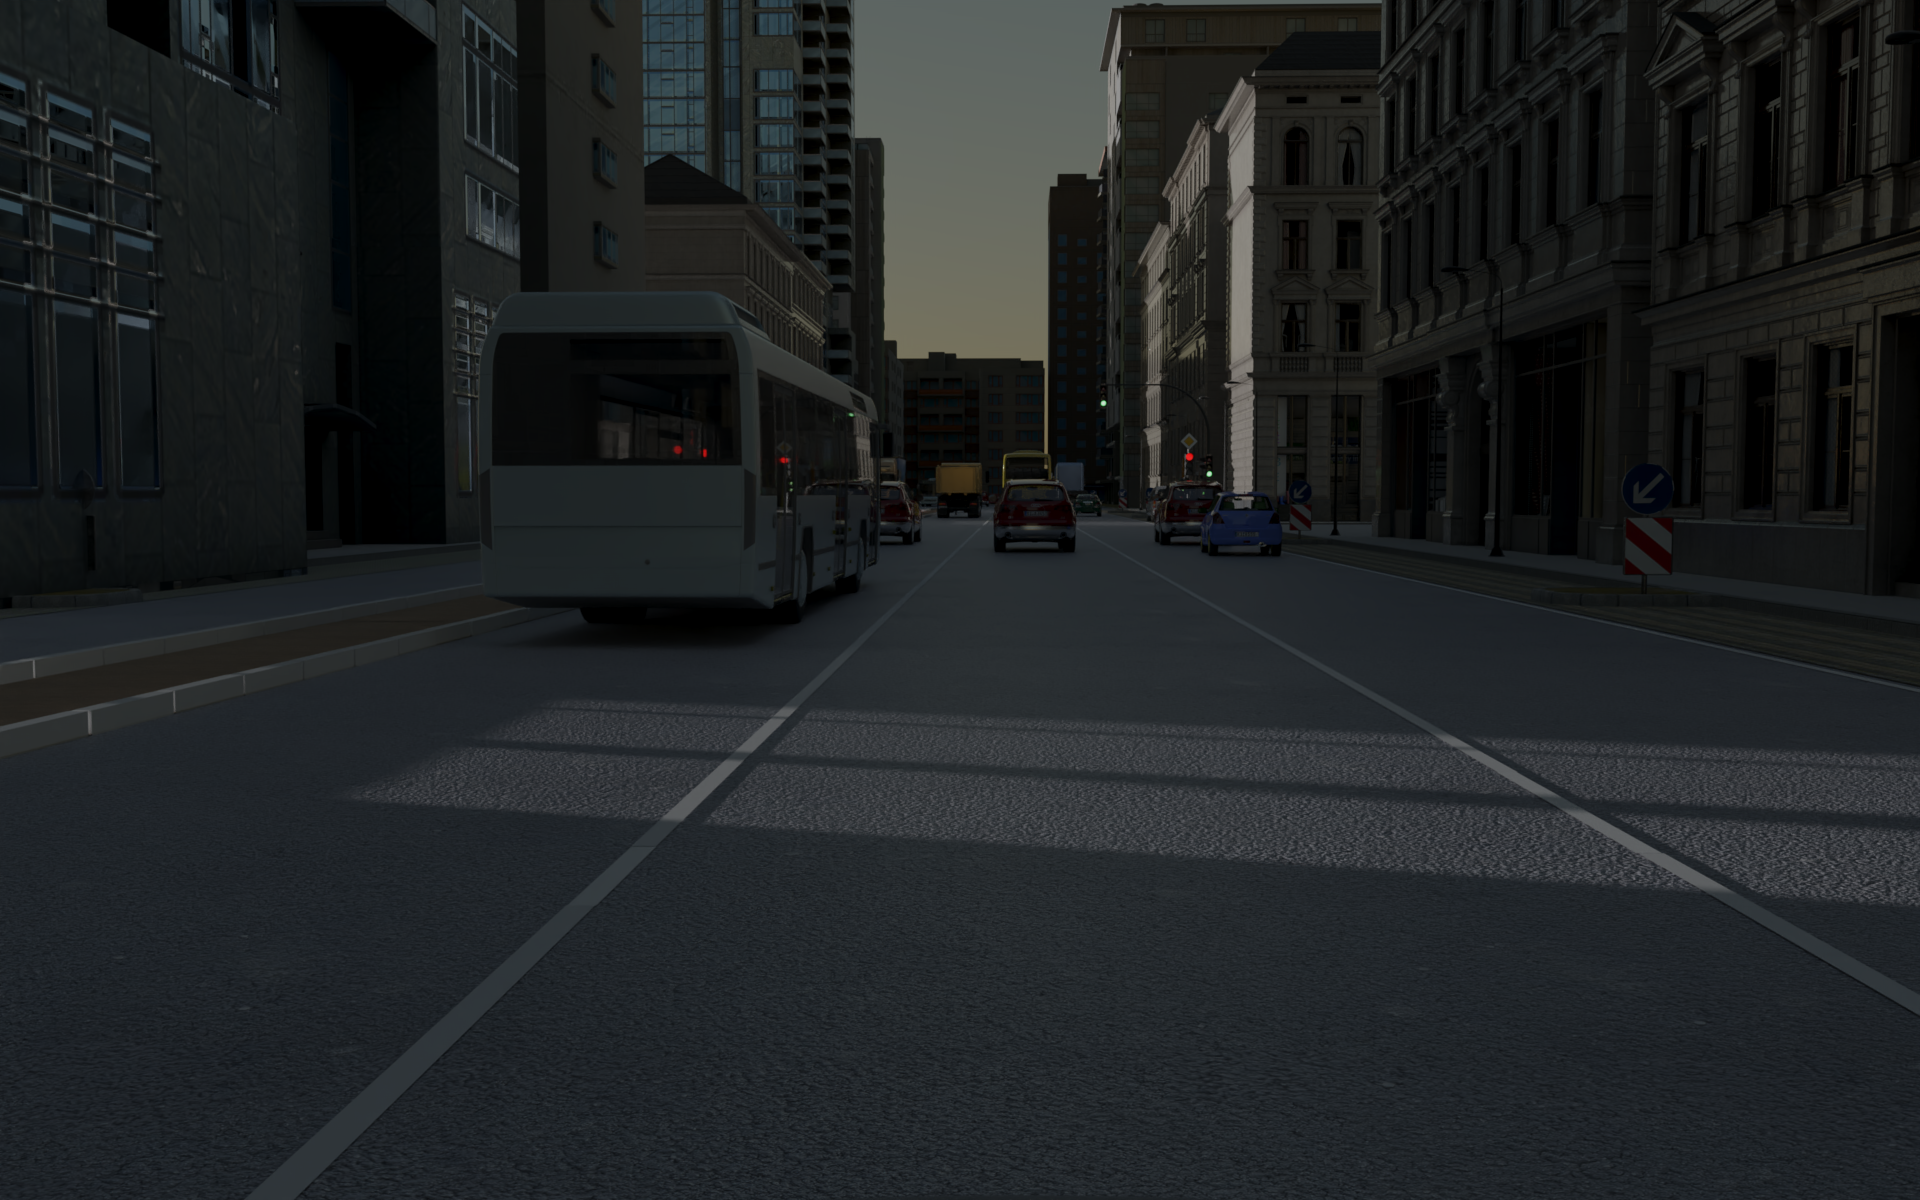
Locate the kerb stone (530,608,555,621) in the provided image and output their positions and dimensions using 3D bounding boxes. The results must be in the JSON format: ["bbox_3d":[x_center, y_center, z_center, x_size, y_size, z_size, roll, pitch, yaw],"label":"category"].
[{"bbox_3d":[-4.897,0.142,19.989,0.120,0.150,1.000,0,4,2],"label":"kerb stone"}]

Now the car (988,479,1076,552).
[{"bbox_3d":[1.868,-2.179,44.293,2.281,1.827,5.304,0,4,1],"label":"car"}]

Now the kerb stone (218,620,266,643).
[{"bbox_3d":[-7.097,0.324,16.960,0.120,0.150,1.000,0,4,2],"label":"kerb stone"}]

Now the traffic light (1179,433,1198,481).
[{"bbox_3d":[10.462,-5.533,79.378,0.839,4.253,0.868,0,4,2],"label":"traffic light"}]

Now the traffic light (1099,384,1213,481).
[{"bbox_3d":[8.109,-5.912,71.323,4.771,5.953,1.251,0,4,2],"label":"traffic light"}]

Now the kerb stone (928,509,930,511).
[{"bbox_3d":[-2.879,-7.609,146.609,0.120,0.150,1.000,0,4,2],"label":"kerb stone"}]

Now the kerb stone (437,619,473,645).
[{"bbox_3d":[-5.000,0.323,16.911,0.120,0.150,1.000,0,4,2],"label":"kerb stone"}]

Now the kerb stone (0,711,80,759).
[{"bbox_3d":[-5.229,0.762,9.740,0.120,0.150,1.000,0,4,2],"label":"kerb stone"}]

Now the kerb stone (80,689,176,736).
[{"bbox_3d":[-5.191,0.699,10.768,0.120,0.150,1.000,0,4,2],"label":"kerb stone"}]

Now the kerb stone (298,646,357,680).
[{"bbox_3d":[-5.093,0.511,13.840,0.120,0.150,1.000,0,4,2],"label":"kerb stone"}]

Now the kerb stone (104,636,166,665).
[{"bbox_3d":[-7.161,0.445,14.912,0.120,0.150,1.000,0,4,2],"label":"kerb stone"}]

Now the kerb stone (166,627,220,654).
[{"bbox_3d":[-7.125,0.385,15.939,0.120,0.150,1.000,0,4,2],"label":"kerb stone"}]

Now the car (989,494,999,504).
[{"bbox_3d":[4.119,-12.639,215.692,2.155,1.783,4.494,0,4,2],"label":"car"}]

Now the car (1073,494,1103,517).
[{"bbox_3d":[8.215,-6.123,111.913,2.131,1.459,4.920,0,4,3],"label":"car"}]

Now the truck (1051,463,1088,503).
[{"bbox_3d":[9.411,-9.345,142.556,2.967,4.110,18.799,0,3,0],"label":"truck"}]

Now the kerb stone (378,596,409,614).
[{"bbox_3d":[-6.962,0.070,21.052,0.120,0.150,1.000,0,4,2],"label":"kerb stone"}]

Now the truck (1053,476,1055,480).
[{"bbox_3d":[10.607,-11.673,186.770,3.469,3.379,9.791,0,4,3],"label":"truck"}]

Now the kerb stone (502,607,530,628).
[{"bbox_3d":[-4.933,0.197,18.967,0.120,0.150,1.000,0,4,2],"label":"kerb stone"}]

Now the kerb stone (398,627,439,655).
[{"bbox_3d":[-5.028,0.386,15.890,0.120,0.150,1.000,0,4,2],"label":"kerb stone"}]

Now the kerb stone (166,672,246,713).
[{"bbox_3d":[-5.163,0.636,11.798,0.120,0.150,1.000,0,4,2],"label":"kerb stone"}]

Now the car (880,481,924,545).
[{"bbox_3d":[-2.248,-2.559,50.506,2.281,1.827,5.304,0,4,3],"label":"car"}]

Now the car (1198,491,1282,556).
[{"bbox_3d":[6.665,-1.939,41.287,1.945,1.707,3.694,0,4,4],"label":"car"}]

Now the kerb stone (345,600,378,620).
[{"bbox_3d":[-7.003,0.133,20.025,0.120,0.150,1.000,0,4,2],"label":"kerb stone"}]

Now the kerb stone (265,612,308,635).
[{"bbox_3d":[-7.056,0.261,17.982,0.120,0.150,1.000,0,4,2],"label":"kerb stone"}]

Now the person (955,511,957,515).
[{"bbox_3d":[-0.253,-6.777,119.408,0.694,1.812,0.767,2,4,28],"label":"person"}]

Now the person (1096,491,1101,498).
[{"bbox_3d":[18.390,-13.756,231.680,1.217,1.735,0.721,-1,4,-12],"label":"person"}]

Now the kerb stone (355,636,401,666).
[{"bbox_3d":[-5.057,0.450,14.862,0.120,0.150,1.000,0,4,2],"label":"kerb stone"}]

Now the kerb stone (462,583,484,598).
[{"bbox_3d":[-6.864,-0.117,24.135,0.120,0.150,1.000,0,4,2],"label":"kerb stone"}]

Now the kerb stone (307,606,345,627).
[{"bbox_3d":[-7.031,0.199,19.003,0.120,0.150,1.000,0,4,2],"label":"kerb stone"}]

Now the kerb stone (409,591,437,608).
[{"bbox_3d":[-6.926,0.012,22.088,0.120,0.150,1.000,0,4,2],"label":"kerb stone"}]

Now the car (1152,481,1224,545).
[{"bbox_3d":[6.712,-2.531,50.056,2.281,1.827,5.304,0,4,4],"label":"car"}]

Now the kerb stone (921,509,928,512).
[{"bbox_3d":[-2.956,-7.482,144.562,0.120,0.150,1.000,0,4,2],"label":"kerb stone"}]

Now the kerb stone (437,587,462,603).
[{"bbox_3d":[-6.894,-0.056,23.109,0.120,0.150,1.000,0,4,2],"label":"kerb stone"}]

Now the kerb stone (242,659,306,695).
[{"bbox_3d":[-5.128,0.576,12.819,0.120,0.150,1.000,0,4,2],"label":"kerb stone"}]

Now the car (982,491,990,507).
[{"bbox_3d":[2.266,-11.464,196.114,2.281,1.827,5.304,0,4,1],"label":"car"}]

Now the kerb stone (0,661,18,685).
[{"bbox_3d":[-7.223,0.571,12.858,0.120,0.150,1.000,0,4,2],"label":"kerb stone"}]

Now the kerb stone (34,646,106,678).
[{"bbox_3d":[-7.195,0.508,13.889,0.120,0.150,1.000,0,4,2],"label":"kerb stone"}]

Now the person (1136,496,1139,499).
[{"bbox_3d":[16.311,-8.968,155.896,0.991,1.433,0.599,0,4,-3],"label":"person"}]

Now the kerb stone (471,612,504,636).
[{"bbox_3d":[-4.956,0.260,17.938,0.120,0.150,1.000,0,4,2],"label":"kerb stone"}]

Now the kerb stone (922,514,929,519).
[{"bbox_3d":[-2.110,-5.099,105.564,0.120,0.150,1.000,0,4,2],"label":"kerb stone"}]

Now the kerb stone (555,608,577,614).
[{"bbox_3d":[-4.869,0.076,21.014,0.120,0.150,1.000,0,4,2],"label":"kerb stone"}]
